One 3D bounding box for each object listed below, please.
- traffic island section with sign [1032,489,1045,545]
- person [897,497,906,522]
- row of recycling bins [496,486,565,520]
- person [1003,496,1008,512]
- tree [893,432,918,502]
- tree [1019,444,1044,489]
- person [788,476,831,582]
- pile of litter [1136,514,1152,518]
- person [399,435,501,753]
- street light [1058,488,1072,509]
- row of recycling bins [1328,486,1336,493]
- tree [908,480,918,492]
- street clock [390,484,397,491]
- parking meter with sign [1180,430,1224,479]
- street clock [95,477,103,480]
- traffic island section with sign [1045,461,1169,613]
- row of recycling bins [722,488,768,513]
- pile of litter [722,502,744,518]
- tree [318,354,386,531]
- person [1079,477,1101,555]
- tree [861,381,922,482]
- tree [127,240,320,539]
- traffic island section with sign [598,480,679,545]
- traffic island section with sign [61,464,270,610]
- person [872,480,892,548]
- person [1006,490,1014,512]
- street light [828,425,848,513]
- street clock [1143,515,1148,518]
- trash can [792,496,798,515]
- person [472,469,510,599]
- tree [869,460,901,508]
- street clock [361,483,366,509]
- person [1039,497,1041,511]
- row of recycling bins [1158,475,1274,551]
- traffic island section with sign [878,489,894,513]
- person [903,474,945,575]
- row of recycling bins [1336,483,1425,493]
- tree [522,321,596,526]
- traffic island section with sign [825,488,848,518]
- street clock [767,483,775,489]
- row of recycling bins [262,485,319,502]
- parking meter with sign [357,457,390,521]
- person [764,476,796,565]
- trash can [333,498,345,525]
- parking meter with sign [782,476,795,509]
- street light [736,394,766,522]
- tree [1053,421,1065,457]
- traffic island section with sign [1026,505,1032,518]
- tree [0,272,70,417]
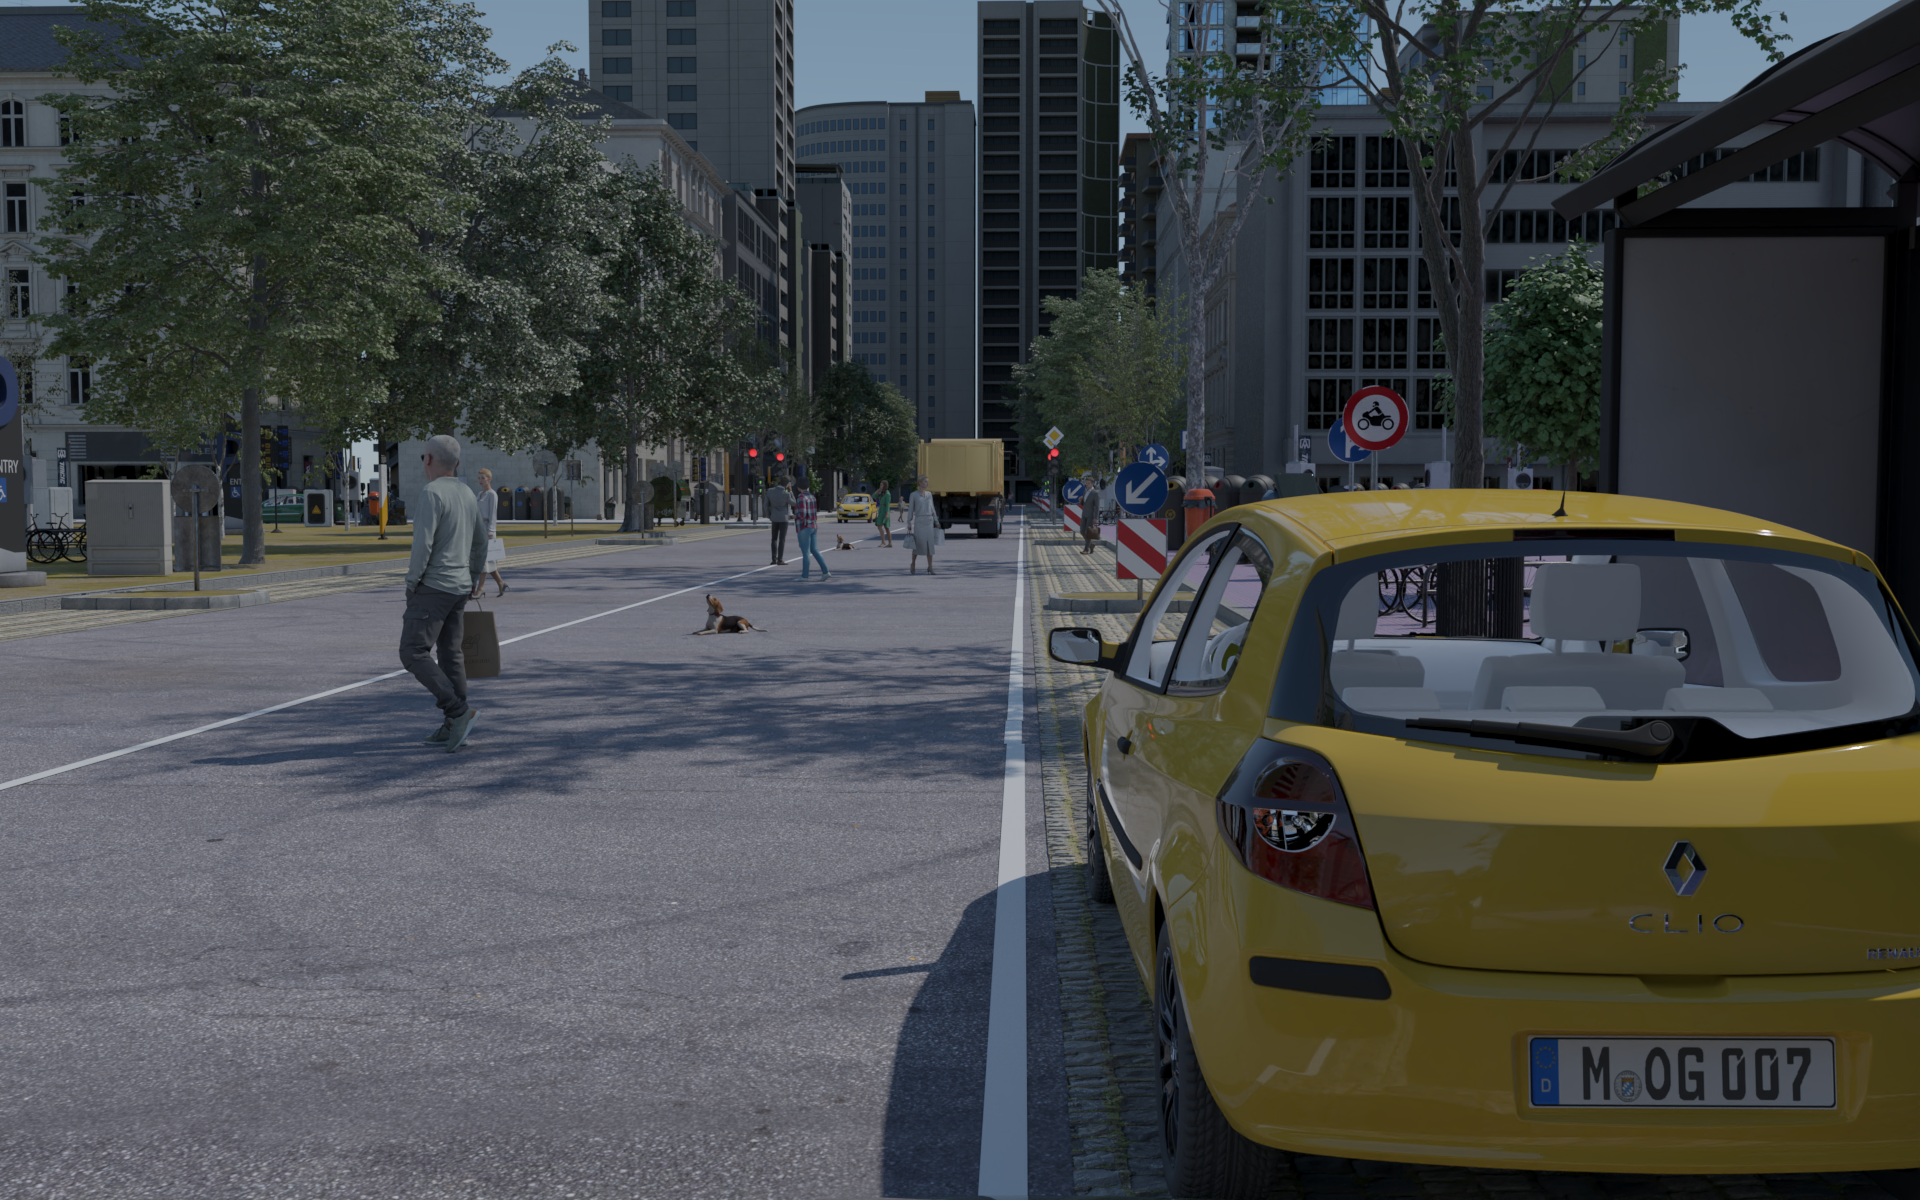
[{"bbox_3d":[3.092,-2.452,48.713,1.989,1.847,2.006,0,4,2],"label":"traffic island section with sign"},{"bbox_3d":[-2.948,-4.575,87.577,0.475,1.303,0.640,-3,5,-41],"label":"person"},{"bbox_3d":[-21.043,-4.755,84.861,3.534,1.692,1.069,1,4,11],"label":"row of recycling bins"},{"bbox_3d":[3.452,-7.443,134.473,0.640,1.303,0.475,0,4,-7],"label":"person"},{"bbox_3d":[-6.353,-14.585,188.828,4.360,8.622,3.978,0,3,0],"label":"tree"},{"bbox_3d":[12.521,-18.943,226.729,9.611,12.733,9.660,0,3,0],"label":"tree"},{"bbox_3d":[-2.469,-1.157,28.255,0.643,1.720,0.563,1,4,22],"label":"person"},{"bbox_3d":[9.341,-4.737,91.408,1.719,0.858,1.176,0,4,4],"label":"pile of litter"},{"bbox_3d":[-2.884,-0.058,9.934,0.515,1.767,0.782,1,4,12],"label":"person"},{"bbox_3d":[6.954,-8.791,116.276,1.470,5.913,1.316,0,4,2],"label":"street light"},{"bbox_3d":[18.641,-4.737,84.561,1.069,1.692,3.534,1,4,20],"label":"row of recycling bins"},{"bbox_3d":[-5.850,-14.389,229.858,1.663,3.219,1.824,0,3,0],"label":"tree"},{"bbox_3d":[-40.043,-7.211,122.466,0.471,2.002,0.358,-2,4,-25],"label":"street clock"},{"bbox_3d":[6.877,-3.136,47.537,1.738,3.016,0.543,-2,4,-34],"label":"parking meter with sign"},{"bbox_3d":[-36.322,-4.192,73.107,0.358,2.002,0.471,-3,4,-37],"label":"street clock"},{"bbox_3d":[2.109,-0.799,21.693,1.989,1.847,2.006,0,4,2],"label":"traffic island section with sign"},{"bbox_3d":[-14.835,-6.716,116.926,3.534,1.692,1.069,-2,4,-35],"label":"row of recycling bins"},{"bbox_3d":[-12.250,-4.904,94.149,1.176,0.858,1.719,3,4,37],"label":"pile of litter"},{"bbox_3d":[-21.513,-6.707,60.024,4.737,8.622,4.395,0,3,0],"label":"tree"},{"bbox_3d":[3.062,-1.977,40.783,0.622,1.834,0.822,3,4,39],"label":"person"},{"bbox_3d":[-7.209,-15.685,174.571,7.486,12.596,7.792,0,3,0],"label":"tree"},{"bbox_3d":[-20.837,-6.019,48.768,4.737,8.622,4.395,0,3,0],"label":"tree"},{"bbox_3d":[-9.065,-2.479,49.153,1.989,1.847,2.006,0,4,2],"label":"traffic island section with sign"},{"bbox_3d":[-10.046,-0.831,22.216,1.989,1.847,2.006,0,4,2],"label":"traffic island section with sign"},{"bbox_3d":[-2.001,-2.291,46.209,0.529,1.795,0.600,-2,4,-35],"label":"person"},{"bbox_3d":[4.039,-7.937,138.854,0.593,1.750,0.643,1,4,22],"label":"person"},{"bbox_3d":[-8.278,-8.850,117.233,1.470,5.913,1.316,0,4,2],"label":"street light"},{"bbox_3d":[4.945,-2.563,46.475,0.358,2.002,0.471,0,4,6],"label":"street clock"},{"bbox_3d":[-9.936,-5.746,105.597,0.748,1.137,0.748,0,3,0],"label":"trash can"},{"bbox_3d":[-6.461,-0.913,23.776,0.624,1.780,0.694,-2,4,-30],"label":"person"},{"bbox_3d":[-7.163,-11.024,163.957,4.285,4.588,4.351,0,3,0],"label":"tree"},{"bbox_3d":[-37.697,-6.406,109.306,0.358,2.002,0.471,0,4,2],"label":"street clock"},{"bbox_3d":[6.442,-7.775,135.809,0.537,1.800,0.526,2,4,35],"label":"person"},{"bbox_3d":[5.707,-1.916,38.439,1.069,1.692,3.534,-2,4,-34],"label":"row of recycling bins"},{"bbox_3d":[-6.043,-7.554,132.128,1.989,1.847,2.006,0,4,2],"label":"traffic island section with sign"},{"bbox_3d":[-0.650,-1.343,30.809,0.694,1.780,0.624,-1,4,-17],"label":"person"},{"bbox_3d":[16.292,-3.595,65.890,3.534,1.692,1.069,3,4,37],"label":"row of recycling bins"},{"bbox_3d":[-16.230,-7.267,69.170,4.360,8.622,3.978,0,3,0],"label":"tree"},{"bbox_3d":[-7.050,-5.872,104.634,1.989,1.847,2.006,0,4,2],"label":"traffic island section with sign"},{"bbox_3d":[-11.950,-6.409,109.363,0.471,2.002,0.358,-1,4,-15],"label":"street clock"},{"bbox_3d":[-32.644,-4.667,83.421,3.534,1.692,1.069,-3,5,-41],"label":"row of recycling bins"},{"bbox_3d":[-27.698,-5.269,82.403,1.738,3.016,0.543,-1,4,-9],"label":"parking meter with sign"},{"bbox_3d":[-3.633,-1.604,34.911,0.592,1.802,0.473,2,4,31],"label":"person"},{"bbox_3d":[-25.467,-3.644,71.230,0.748,1.137,0.748,0,3,0],"label":"trash can"},{"bbox_3d":[-14.592,-9.336,148.902,1.738,3.016,0.543,-2,4,-30],"label":"parking meter with sign"},{"bbox_3d":[-9.632,-6.564,79.864,1.470,5.913,1.316,0,4,2],"label":"street light"},{"bbox_3d":[8.111,-9.728,109.420,4.360,8.622,3.978,0,3,0],"label":"tree"},{"bbox_3d":[5.100,-5.844,104.185,1.989,1.847,2.006,0,4,2],"label":"traffic island section with sign"},{"bbox_3d":[-31.240,-6.440,55.649,4.360,8.622,3.978,0,3,0],"label":"tree"}]
